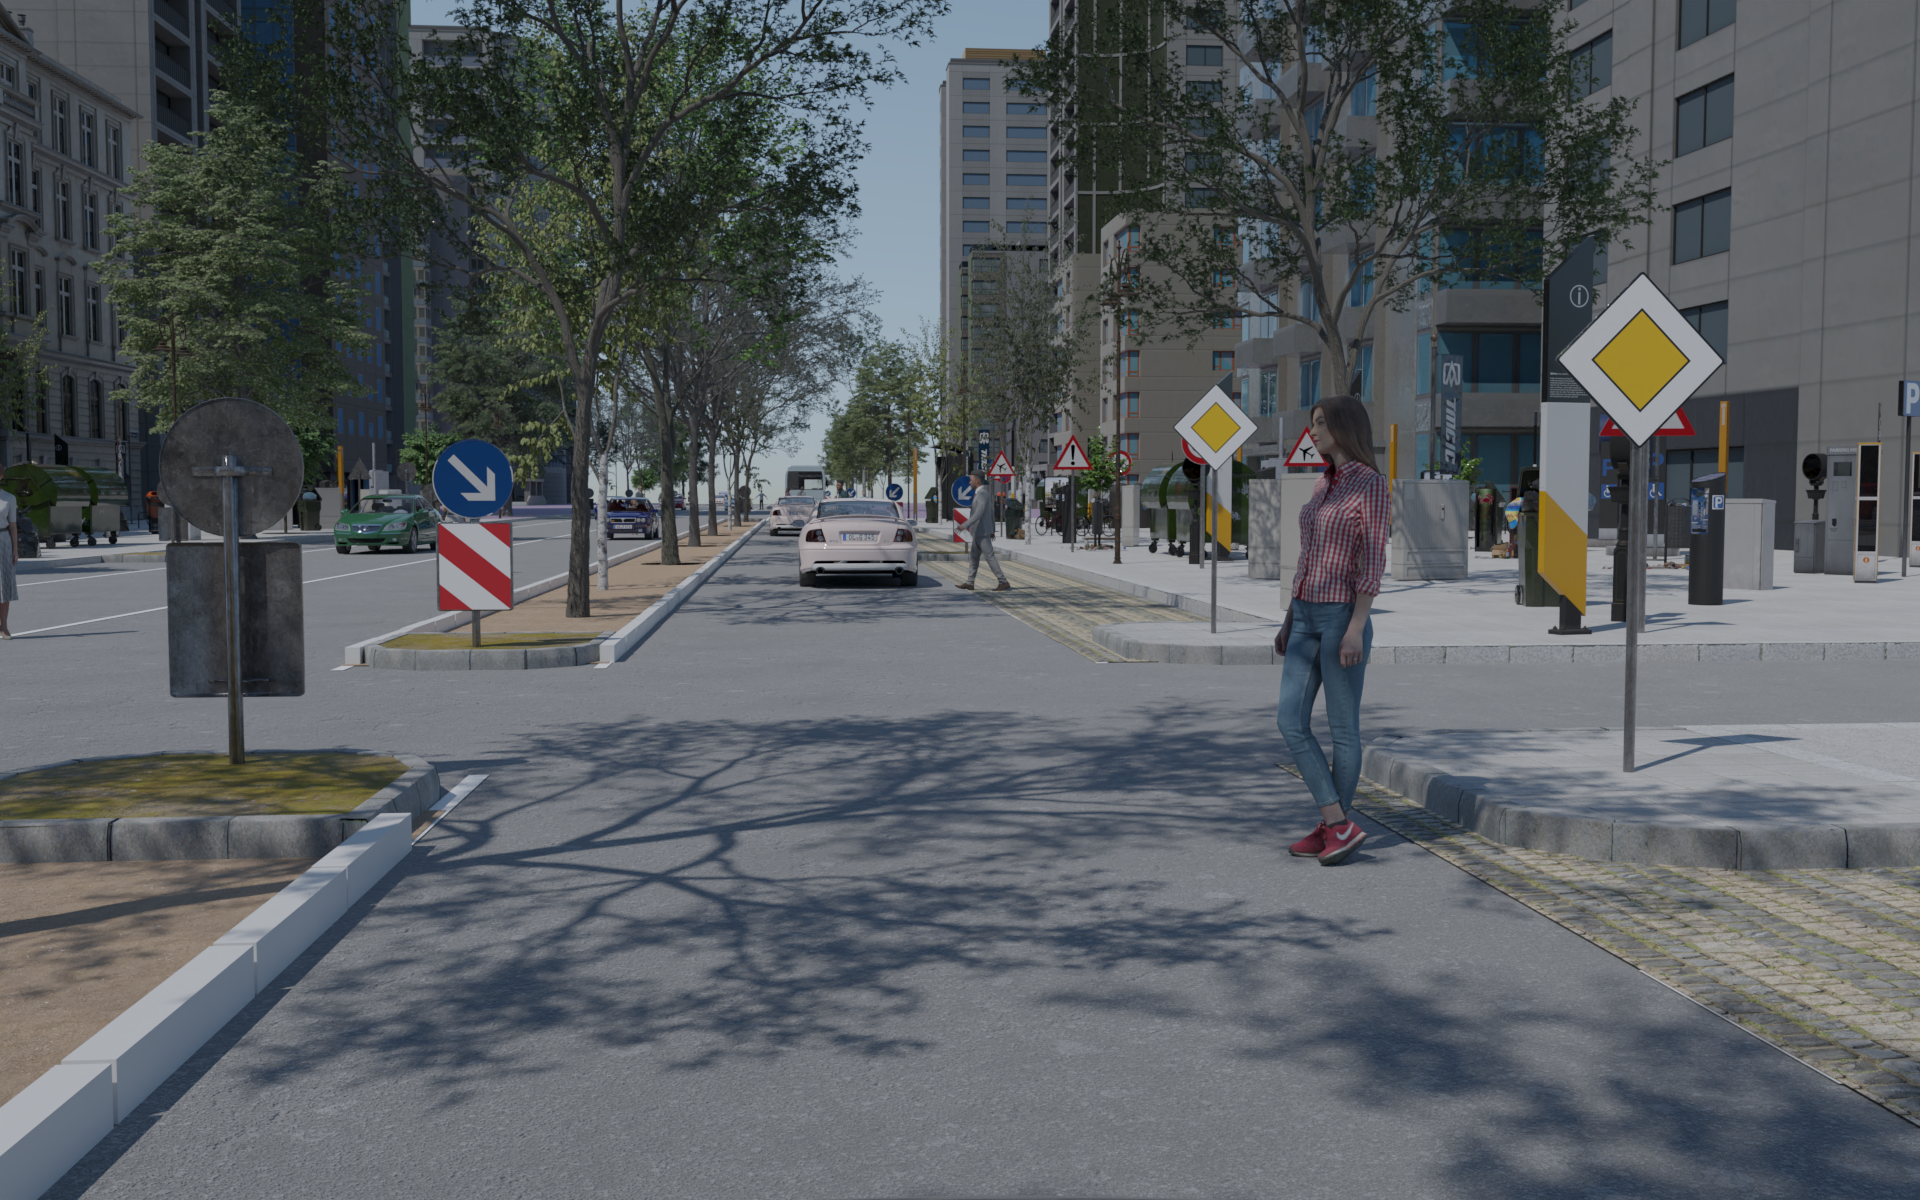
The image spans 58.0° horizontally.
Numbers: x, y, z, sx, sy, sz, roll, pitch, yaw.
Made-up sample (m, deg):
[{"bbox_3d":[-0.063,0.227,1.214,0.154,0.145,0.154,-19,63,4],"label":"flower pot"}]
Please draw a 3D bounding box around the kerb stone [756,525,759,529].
[{"bbox_3d":[-7.868,-2.691,66.201,0.120,0.150,1.000,0,4,-5],"label":"kerb stone"}]

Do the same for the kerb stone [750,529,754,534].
[{"bbox_3d":[-7.201,-2.253,59.059,0.120,0.150,1.000,0,4,-5],"label":"kerb stone"}]

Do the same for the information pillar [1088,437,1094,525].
[{"bbox_3d":[5.413,-4.912,71.669,0.183,3.616,0.504,2,4,31],"label":"information pillar"}]

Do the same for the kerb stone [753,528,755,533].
[{"bbox_3d":[-7.386,-2.380,61.105,0.120,0.150,1.000,0,4,-5],"label":"kerb stone"}]

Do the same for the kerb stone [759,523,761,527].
[{"bbox_3d":[-8.259,-2.940,70.276,0.120,0.150,1.000,0,4,-5],"label":"kerb stone"}]

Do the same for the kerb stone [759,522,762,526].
[{"bbox_3d":[-8.451,-3.066,72.331,0.120,0.150,1.000,0,4,-5],"label":"kerb stone"}]

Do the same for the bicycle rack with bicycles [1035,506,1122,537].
[{"bbox_3d":[4.009,-2.419,52.932,2.852,0.926,2.925,-2,4,-30],"label":"bicycle rack with bicycles"}]

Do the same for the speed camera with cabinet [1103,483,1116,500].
[{"bbox_3d":[8.643,-5.975,92.028,2.038,3.252,0.660,0,4,1],"label":"speed camera with cabinet"}]

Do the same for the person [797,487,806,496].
[{"bbox_3d":[-8.065,-4.898,88.687,0.635,1.810,0.391,1,4,21],"label":"person"}]

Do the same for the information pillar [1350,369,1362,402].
[{"bbox_3d":[7.350,-2.513,32.435,0.183,3.616,0.504,3,5,44],"label":"information pillar"}]

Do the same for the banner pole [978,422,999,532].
[{"bbox_3d":[0.949,-4.212,58.876,0.863,3.779,0.401,3,4,37],"label":"banner pole"}]

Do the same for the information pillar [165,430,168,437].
[{"bbox_3d":[-24.469,-3.801,53.498,0.183,3.616,0.504,-2,4,-28],"label":"information pillar"}]

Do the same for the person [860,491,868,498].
[{"bbox_3d":[-4.718,-4.581,85.210,0.589,1.601,0.330,0,4,-1],"label":"person"}]

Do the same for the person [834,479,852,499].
[{"bbox_3d":[-3.186,-2.324,46.488,0.713,1.824,0.794,0,4,-2],"label":"person"}]

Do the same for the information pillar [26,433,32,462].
[{"bbox_3d":[-35.675,-4.591,66.419,0.183,3.616,0.504,-1,4,-19],"label":"information pillar"}]

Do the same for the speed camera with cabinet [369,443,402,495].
[{"bbox_3d":[-22.075,-4.416,66.545,0.660,3.252,2.038,-3,4,-37],"label":"speed camera with cabinet"}]

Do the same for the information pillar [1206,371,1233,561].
[{"bbox_3d":[4.962,-2.550,33.042,0.504,3.616,0.183,-1,4,-12],"label":"information pillar"}]

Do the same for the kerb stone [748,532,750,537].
[{"bbox_3d":[-6.811,-2.005,54.974,0.120,0.150,1.000,0,4,-5],"label":"kerb stone"}]

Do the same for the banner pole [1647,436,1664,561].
[{"bbox_3d":[13.220,-2.638,33.143,0.863,3.779,0.401,-3,4,-39],"label":"banner pole"}]

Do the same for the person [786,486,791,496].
[{"bbox_3d":[-8.780,-4.929,89.103,0.388,1.821,0.555,-1,4,-16],"label":"person"}]

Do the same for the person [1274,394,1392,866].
[{"bbox_3d":[1.446,0.102,6.840,0.388,1.821,0.555,-2,4,-34],"label":"person"}]

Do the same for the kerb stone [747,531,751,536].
[{"bbox_3d":[-6.907,-2.067,55.993,0.120,0.150,1.000,0,4,-5],"label":"kerb stone"}]

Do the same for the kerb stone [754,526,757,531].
[{"bbox_3d":[-7.583,-2.504,63.145,0.120,0.150,1.000,0,4,-5],"label":"kerb stone"}]

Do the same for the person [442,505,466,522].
[{"bbox_3d":[-8.885,-1.315,30.564,0.524,1.755,0.480,3,5,41],"label":"person"}]

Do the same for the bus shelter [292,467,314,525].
[{"bbox_3d":[-26.089,-4.589,66.311,1.731,3.624,6.357,0,4,-5],"label":"bus shelter"}]

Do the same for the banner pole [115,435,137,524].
[{"bbox_3d":[-35.438,-5.107,73.516,0.401,3.779,0.863,2,4,35],"label":"banner pole"}]

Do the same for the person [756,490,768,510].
[{"bbox_3d":[-17.930,-9.040,156.289,1.348,1.826,0.705,-2,4,-30],"label":"person"}]

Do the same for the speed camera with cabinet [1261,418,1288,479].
[{"bbox_3d":[8.079,-3.134,45.579,0.660,3.252,2.038,0,4,-5],"label":"speed camera with cabinet"}]

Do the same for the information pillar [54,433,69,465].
[{"bbox_3d":[-34.498,-4.599,66.547,0.504,3.616,0.183,-1,4,-18],"label":"information pillar"}]

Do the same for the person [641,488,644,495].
[{"bbox_3d":[-18.595,-5.598,100.543,0.721,1.766,1.217,-2,4,-30],"label":"person"}]

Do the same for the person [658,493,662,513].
[{"bbox_3d":[-15.242,-4.932,89.528,0.661,1.777,0.834,-3,4,-38],"label":"person"}]

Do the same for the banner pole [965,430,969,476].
[{"bbox_3d":[0.244,-4.764,67.904,0.401,3.779,0.863,-1,4,-12],"label":"banner pole"}]

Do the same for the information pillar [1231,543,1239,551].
[{"bbox_3d":[6.164,-2.131,39.328,0.304,2.012,0.304,2,4,25],"label":"information pillar"}]

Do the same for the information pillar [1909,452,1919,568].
[{"bbox_3d":[16.830,-1.575,30.249,0.304,2.012,0.304,-2,4,-34],"label":"information pillar"}]

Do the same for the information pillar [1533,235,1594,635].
[{"bbox_3d":[5.508,-1.491,15.726,0.504,3.616,0.183,-1,4,-18],"label":"information pillar"}]

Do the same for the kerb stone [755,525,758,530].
[{"bbox_3d":[-7.770,-2.627,65.180,0.120,0.150,1.000,0,4,-5],"label":"kerb stone"}]

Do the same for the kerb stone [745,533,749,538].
[{"bbox_3d":[-6.612,-1.876,52.940,0.120,0.150,1.000,0,4,-5],"label":"kerb stone"}]

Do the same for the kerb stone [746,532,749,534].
[{"bbox_3d":[-6.713,-1.943,53.957,0.120,0.150,1.000,0,4,-5],"label":"kerb stone"}]

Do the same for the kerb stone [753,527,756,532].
[{"bbox_3d":[-7.484,-2.442,62.123,0.120,0.150,1.000,0,4,-5],"label":"kerb stone"}]

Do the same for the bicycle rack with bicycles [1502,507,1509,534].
[{"bbox_3d":[18.361,-2.515,54.497,2.852,0.926,2.925,-1,4,-9],"label":"bicycle rack with bicycles"}]

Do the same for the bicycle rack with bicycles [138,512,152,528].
[{"bbox_3d":[-29.287,-3.163,65.103,2.852,0.926,2.925,2,4,28],"label":"bicycle rack with bicycles"}]

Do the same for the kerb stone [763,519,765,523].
[{"bbox_3d":[-9.131,-3.499,79.458,0.120,0.150,1.000,0,4,-5],"label":"kerb stone"}]

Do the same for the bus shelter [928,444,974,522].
[{"bbox_3d":[-0.428,-5.601,82.864,1.731,3.624,6.357,0,4,-6],"label":"bus shelter"}]

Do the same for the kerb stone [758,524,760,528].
[{"bbox_3d":[-8.058,-2.815,68.237,0.120,0.150,1.000,0,4,-5],"label":"kerb stone"}]

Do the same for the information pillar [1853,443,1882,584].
[{"bbox_3d":[13.063,-1.251,24.942,0.304,2.012,0.304,2,4,24],"label":"information pillar"}]

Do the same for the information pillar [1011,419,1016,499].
[{"bbox_3d":[1.640,-3.751,52.680,0.183,3.616,0.504,1,4,11],"label":"information pillar"}]

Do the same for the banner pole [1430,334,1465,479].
[{"bbox_3d":[7.605,-2.278,27.258,0.863,3.779,0.401,-2,4,-30],"label":"banner pole"}]

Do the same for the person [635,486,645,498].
[{"bbox_3d":[-14.510,-4.302,79.020,0.590,1.801,0.661,2,4,24],"label":"person"}]

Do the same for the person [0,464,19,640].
[{"bbox_3d":[-9.460,-0.480,16.923,0.480,1.755,0.524,-3,4,-37],"label":"person"}]

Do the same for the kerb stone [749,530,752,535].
[{"bbox_3d":[-6.998,-2.128,57.019,0.120,0.150,1.000,0,4,-5],"label":"kerb stone"}]

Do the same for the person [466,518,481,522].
[{"bbox_3d":[-13.043,-2.287,46.459,0.524,1.755,0.480,3,5,39],"label":"person"}]

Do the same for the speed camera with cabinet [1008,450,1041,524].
[{"bbox_3d":[2.805,-4.925,74.858,0.660,3.252,2.038,2,4,29],"label":"speed camera with cabinet"}]

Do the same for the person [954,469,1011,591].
[{"bbox_3d":[0.329,-1.020,25.459,0.850,1.792,0.678,0,4,6],"label":"person"}]

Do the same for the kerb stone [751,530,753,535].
[{"bbox_3d":[-7.093,-2.192,58.039,0.120,0.150,1.000,0,4,-5],"label":"kerb stone"}]
